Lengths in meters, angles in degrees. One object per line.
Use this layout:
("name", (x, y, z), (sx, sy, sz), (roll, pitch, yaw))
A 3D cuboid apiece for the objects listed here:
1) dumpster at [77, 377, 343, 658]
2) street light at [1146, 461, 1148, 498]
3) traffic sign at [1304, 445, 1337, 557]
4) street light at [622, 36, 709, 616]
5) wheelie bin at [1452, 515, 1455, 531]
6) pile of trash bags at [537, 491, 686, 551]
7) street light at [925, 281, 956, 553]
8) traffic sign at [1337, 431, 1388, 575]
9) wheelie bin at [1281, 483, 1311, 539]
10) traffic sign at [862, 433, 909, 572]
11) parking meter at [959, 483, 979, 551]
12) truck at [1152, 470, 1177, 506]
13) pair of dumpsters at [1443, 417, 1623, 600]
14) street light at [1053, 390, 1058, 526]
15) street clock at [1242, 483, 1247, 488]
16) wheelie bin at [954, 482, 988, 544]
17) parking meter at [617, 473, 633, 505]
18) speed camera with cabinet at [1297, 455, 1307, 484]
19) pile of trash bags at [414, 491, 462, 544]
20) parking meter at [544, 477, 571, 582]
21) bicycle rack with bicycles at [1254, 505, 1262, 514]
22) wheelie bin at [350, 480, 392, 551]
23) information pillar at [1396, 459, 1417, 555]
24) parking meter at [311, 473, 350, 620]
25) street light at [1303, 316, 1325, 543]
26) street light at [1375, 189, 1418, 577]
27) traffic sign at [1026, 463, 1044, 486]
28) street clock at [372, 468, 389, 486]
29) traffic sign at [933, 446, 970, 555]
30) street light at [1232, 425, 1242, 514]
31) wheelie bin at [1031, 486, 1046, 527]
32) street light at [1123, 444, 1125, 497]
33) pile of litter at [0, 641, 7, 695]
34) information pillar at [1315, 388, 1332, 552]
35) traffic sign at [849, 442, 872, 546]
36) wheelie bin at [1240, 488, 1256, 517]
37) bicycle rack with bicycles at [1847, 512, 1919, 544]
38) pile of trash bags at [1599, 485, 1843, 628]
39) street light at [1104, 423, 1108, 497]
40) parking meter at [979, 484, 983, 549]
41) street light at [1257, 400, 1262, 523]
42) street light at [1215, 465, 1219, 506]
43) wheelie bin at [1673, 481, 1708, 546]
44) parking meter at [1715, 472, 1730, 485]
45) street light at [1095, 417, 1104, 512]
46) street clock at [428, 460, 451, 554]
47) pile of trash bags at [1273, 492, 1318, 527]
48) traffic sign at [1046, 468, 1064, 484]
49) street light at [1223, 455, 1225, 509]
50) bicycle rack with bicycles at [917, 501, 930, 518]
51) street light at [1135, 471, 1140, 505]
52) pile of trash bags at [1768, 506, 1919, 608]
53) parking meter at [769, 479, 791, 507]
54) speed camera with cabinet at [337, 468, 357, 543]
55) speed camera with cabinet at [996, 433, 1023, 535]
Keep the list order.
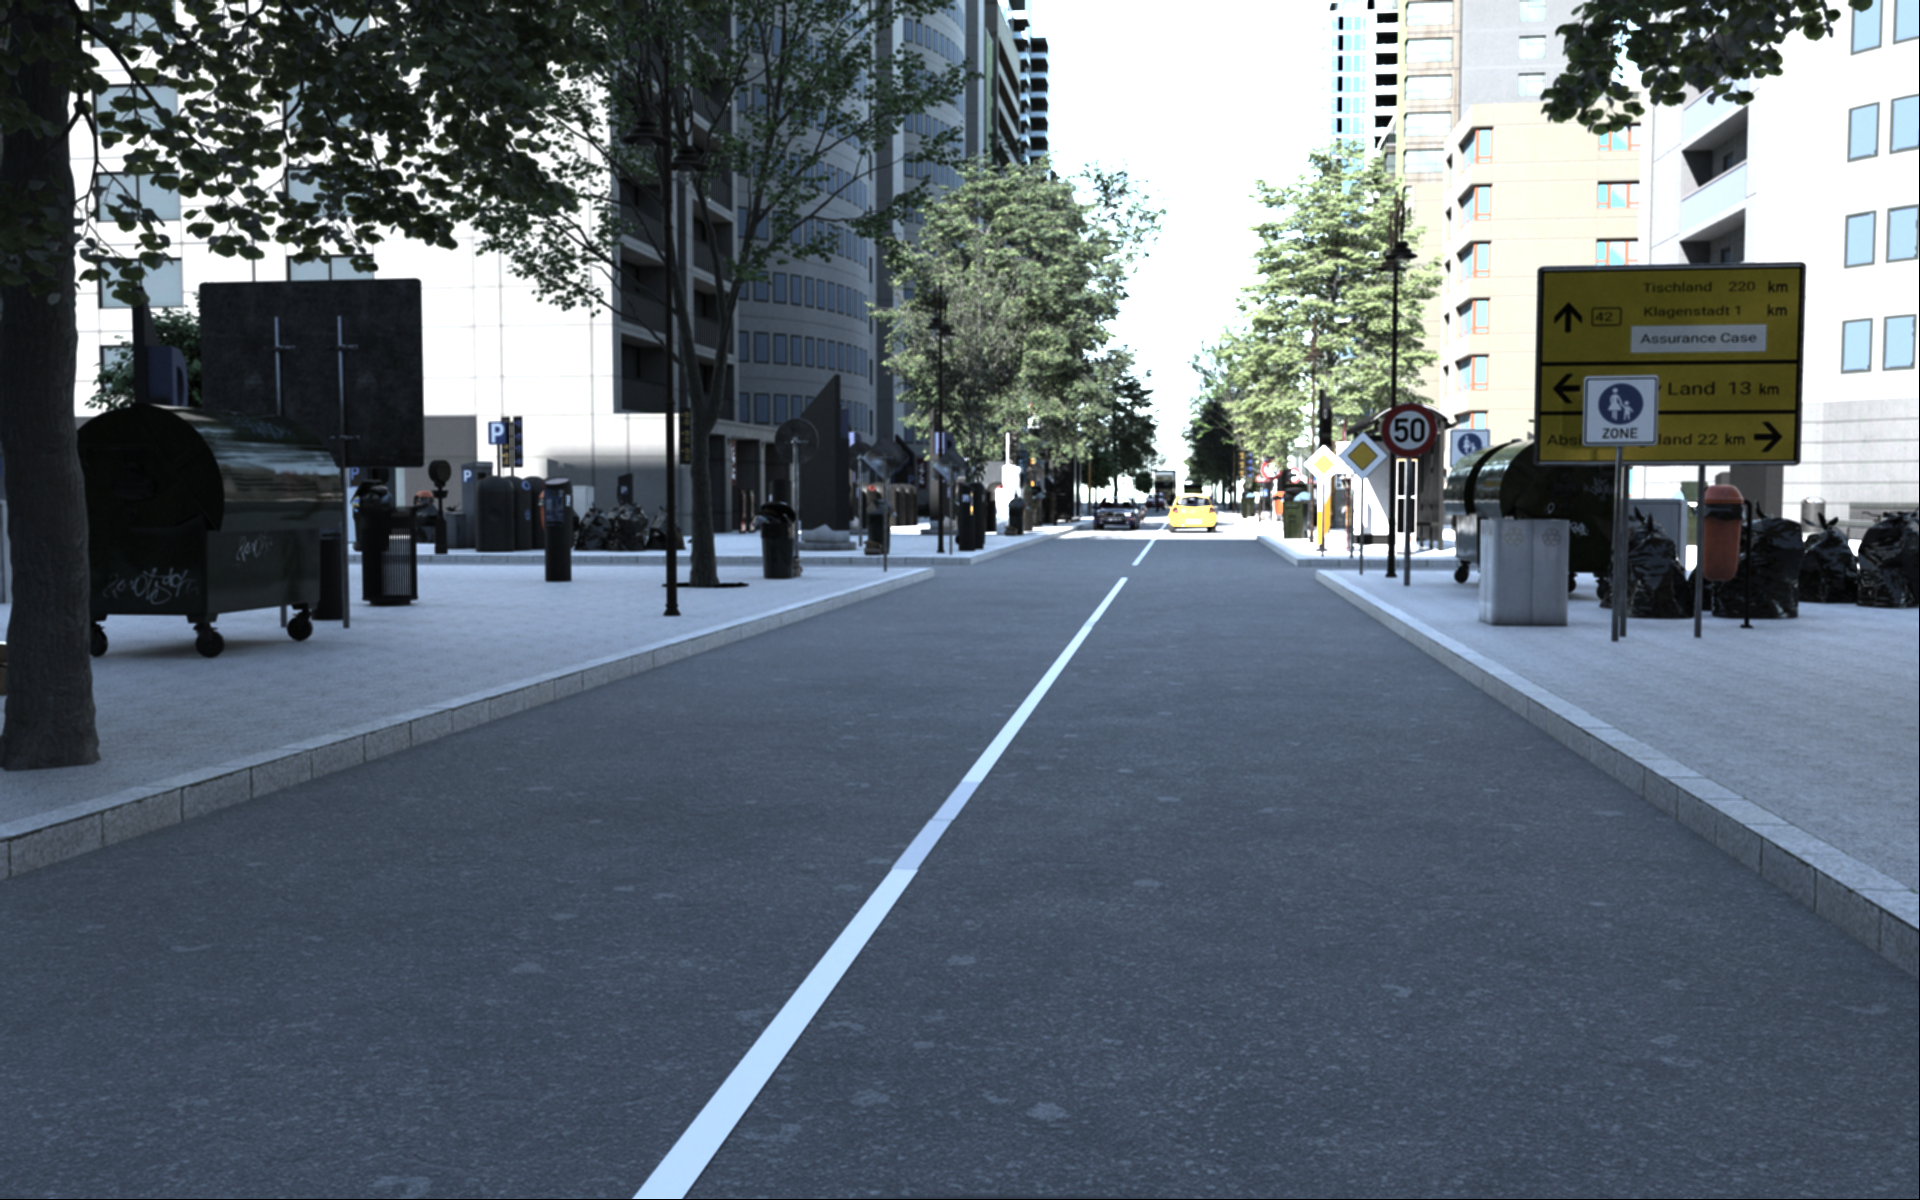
("dumpster", (-6.278, -0.725, 14.353), (1.502, 2.255, 1.985), (0, 4, 8))
("street light", (24.458, -15.568, 227.321), (0.468, 5.910, 1.993), (0, 4, 7))
("traffic sign", (7.437, -1.947, 35.477), (0.795, 2.450, 0.064), (0, 4, 7))
("street light", (-3.046, -2.774, 18.139), (0.468, 5.910, 1.993), (0, 4, 7))
("wheelie bin", (17.367, -3.176, 59.829), (0.980, 1.594, 0.693), (1, 4, 16))
("pile of trash bags", (-8.013, -1.799, 39.159), (1.912, 1.369, 3.447), (3, 5, 42))
("street light", (-0.422, -3.973, 37.747), (0.468, 5.910, 1.993), (0, 4, 7))
("traffic sign", (6.394, -1.463, 27.560), (0.795, 2.450, 0.064), (0, 4, 7))
("wheelie bin", (9.591, -2.540, 49.443), (0.980, 1.594, 0.693), (2, 4, 28))
("traffic sign", (-1.232, -1.525, 28.581), (0.795, 2.450, 0.064), (0, 4, 7))
("parking meter", (0.157, -1.879, 39.128), (0.372, 1.533, 0.369), (0, 3, 0))
("truck", (23.979, -13.065, 202.521), (2.839, 4.237, 11.283), (1, 4, 8))
("pair of dumpsters", (7.511, -1.247, 22.881), (1.574, 2.255, 4.437), (0, 4, 7))
("street light", (3.887, -5.974, 70.455), (0.468, 5.910, 1.993), (0, 4, 7))
("street clock", (17.862, -6.331, 108.081), (0.471, 2.002, 0.358), (0, 4, -7))
("wheelie bin", (0.279, -2.235, 44.446), (0.980, 1.594, 0.693), (3, 4, 38))
("parking meter", (-9.441, -2.638, 48.847), (0.399, 1.863, 0.255), (1, 4, 9))
("speed camera with cabinet", (16.407, -5.674, 87.110), (2.038, 3.252, 0.660), (1, 4, 14))
("pile of trash bags", (-13.677, -2.220, 46.048), (1.912, 1.369, 3.447), (-3, 5, -41))
("parking meter", (-5.923, -1.045, 25.496), (0.372, 1.533, 0.369), (0, 3, 0))
("bicycle rack with bicycles", (18.840, -5.580, 104.619), (2.925, 0.926, 2.852), (2, 4, 23))
("wheelie bin", (-13.192, -1.898, 38.933), (0.693, 1.594, 0.980), (1, 4, 21))
("information pillar", (9.449, -1.968, 36.664), (0.304, 2.012, 0.304), (-2, 4, -27))
("parking meter", (-6.466, -0.571, 17.741), (0.372, 1.533, 0.369), (0, 3, 0))
("street light", (9.218, -4.431, 45.227), (0.468, 5.910, 1.993), (0, 4, 7))
("street light", (6.669, -3.292, 26.612), (0.468, 5.910, 1.993), (0, 4, 7))
("traffic sign", (3.093, -4.368, 71.529), (0.768, 2.556, 0.104), (1, 4, 12))
("street clock", (-13.964, -2.275, 41.766), (0.358, 2.002, 0.471), (-3, 5, -44))
("traffic sign", (-0.189, -2.010, 36.498), (0.795, 2.450, 0.064), (0, 4, 7))
("street light", (17.632, -8.364, 109.542), (0.468, 5.910, 1.993), (0, 4, 7))
("wheelie bin", (2.898, -3.691, 68.254), (0.980, 1.594, 0.693), (1, 4, 16))
("street light", (13.735, -10.530, 144.950), (0.468, 5.910, 1.993), (0, 4, 7))
("pile of litter", (-6.491, 0.163, 11.306), (1.176, 0.858, 1.719), (1, 4, 8))
("information pillar", (8.135, -2.893, 38.655), (0.183, 3.616, 0.504), (3, 4, 37))
("traffic sign", (-2.437, -2.584, 42.351), (0.768, 2.556, 0.104), (1, 4, 13))
("wheelie bin", (16.091, -5.434, 96.749), (0.693, 1.594, 0.980), (-3, 5, -42))
("bicycle rack with bicycles", (19.472, -1.348, 35.428), (2.852, 0.926, 2.925), (1, 4, 14))
("pile of trash bags", (7.757, -0.506, 18.026), (1.912, 1.369, 3.447), (1, 4, 17))
("street light", (9.417, -8.570, 112.909), (0.468, 5.910, 1.993), (0, 4, 7))
("parking meter", (0.361, -1.955, 40.378), (0.372, 1.533, 0.369), (0, 3, 0))
("street light", (13.449, -6.411, 77.609), (0.468, 5.910, 1.993), (0, 4, 7))
("street light", (27.615, -12.981, 185.030), (0.468, 5.910, 1.993), (0, 4, 7))
("wheelie bin", (18.224, -2.153, 43.114), (0.980, 1.594, 0.693), (0, 4, 1))
("parking meter", (20.216, -2.461, 45.952), (0.255, 1.863, 0.399), (0, 4, -4))
("street light", (8.075, -7.926, 102.378), (0.468, 5.910, 1.993), (0, 4, 7))
("street clock", (-11.101, -1.984, 37.002), (0.358, 2.002, 0.471), (1, 4, 22))
("pile of trash bags", (13.732, -3.586, 68.375), (1.912, 1.369, 3.447), (-3, 5, -41))
("traffic sign", (4.054, -4.452, 73.979), (0.795, 2.450, 0.064), (1, 4, 17))
("street light", (23.400, -11.029, 153.111), (0.468, 5.910, 1.993), (0, 4, 7))
("bicycle rack with bicycles", (-1.209, -5.762, 107.597), (2.925, 0.926, 2.852), (2, 4, 32))
("street light", (20.297, -13.615, 195.394), (0.468, 5.910, 1.993), (0, 4, 7))
("pile of trash bags", (11.743, -0.651, 20.395), (3.447, 1.369, 1.912), (0, 4, -5))
("parking meter", (-3.058, -1.290, 29.499), (0.372, 1.533, 0.369), (0, 3, 0))
("speed camera with cabinet", (-16.345, -3.152, 45.876), (0.660, 3.252, 2.038), (-2, 4, -31))
("speed camera with cabinet", (1.606, -3.738, 55.459), (0.660, 3.252, 2.038), (1, 4, 11))
